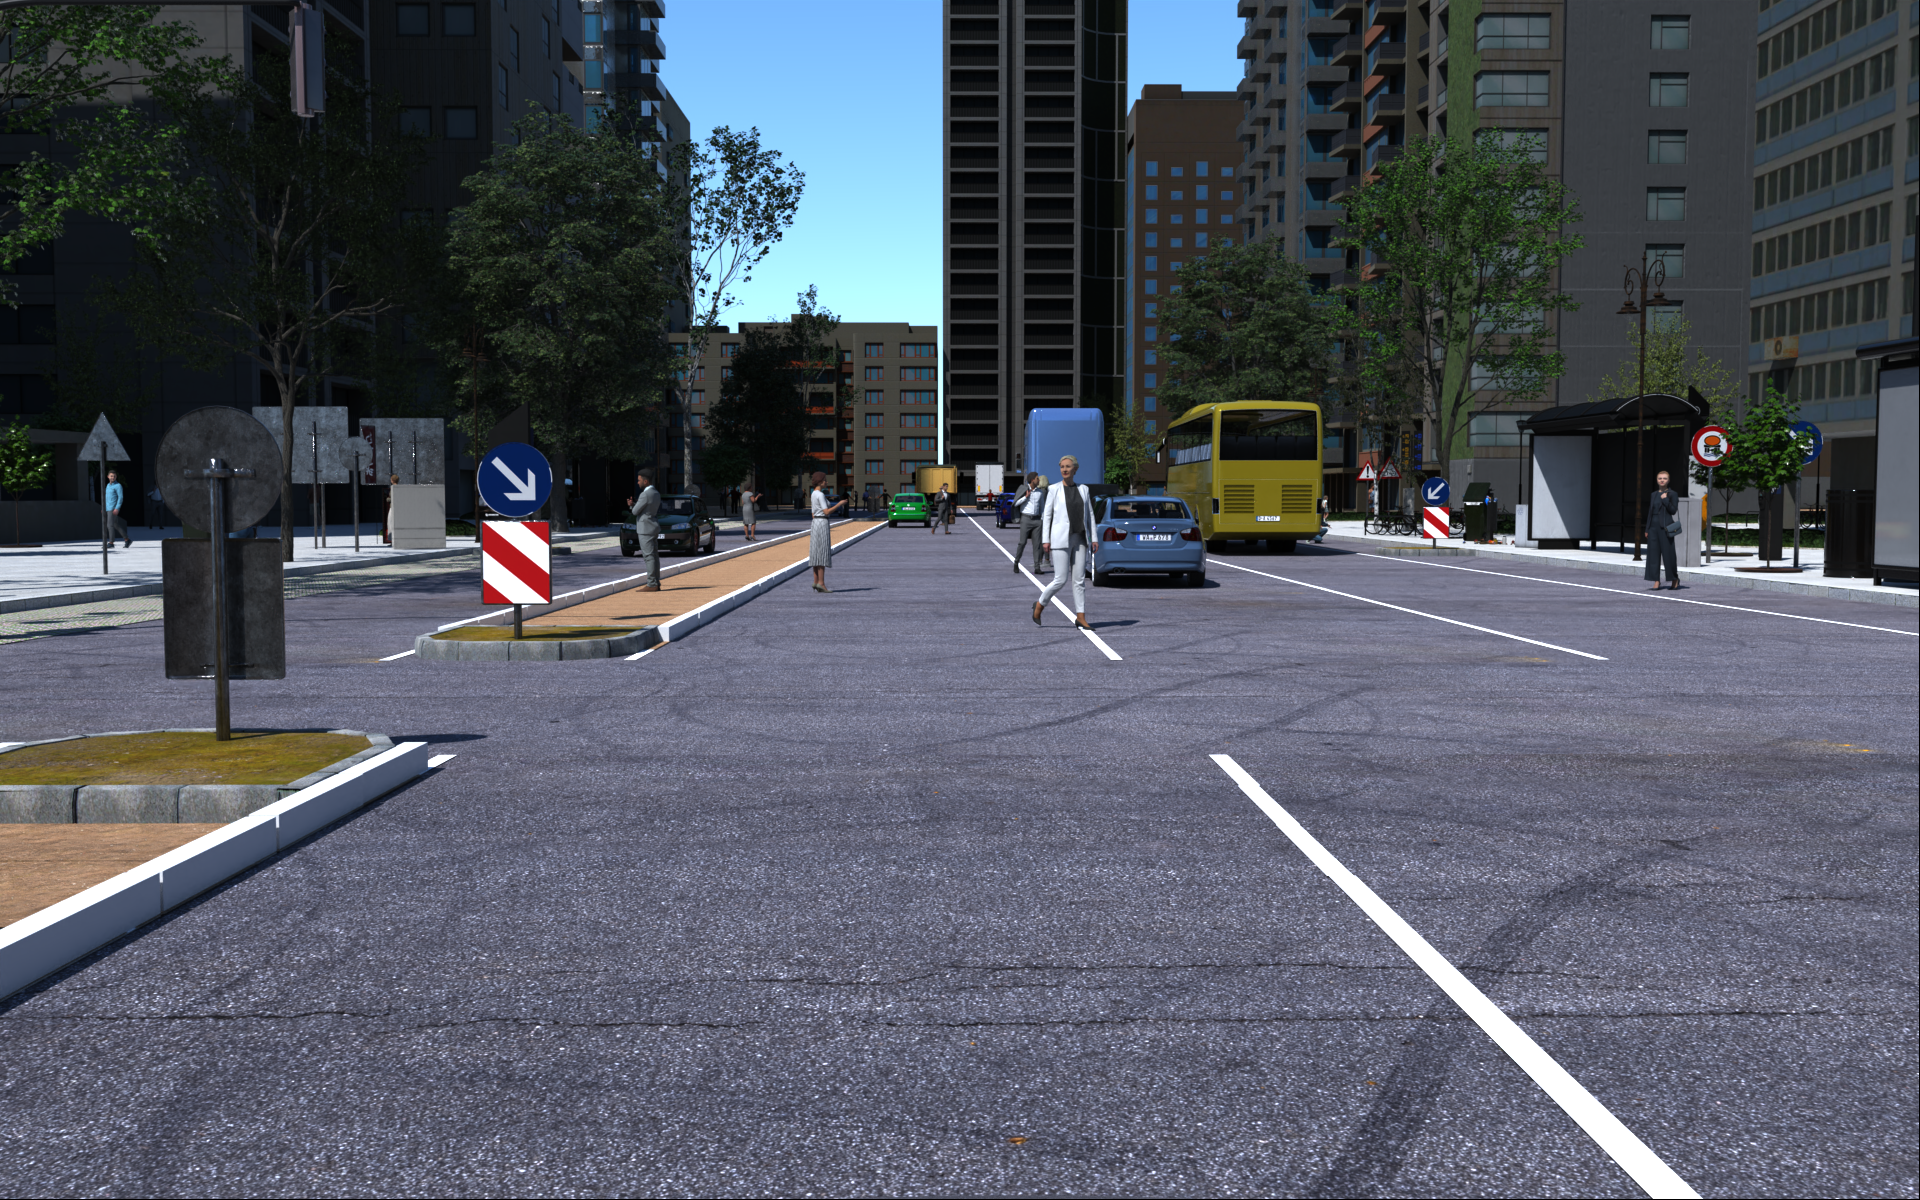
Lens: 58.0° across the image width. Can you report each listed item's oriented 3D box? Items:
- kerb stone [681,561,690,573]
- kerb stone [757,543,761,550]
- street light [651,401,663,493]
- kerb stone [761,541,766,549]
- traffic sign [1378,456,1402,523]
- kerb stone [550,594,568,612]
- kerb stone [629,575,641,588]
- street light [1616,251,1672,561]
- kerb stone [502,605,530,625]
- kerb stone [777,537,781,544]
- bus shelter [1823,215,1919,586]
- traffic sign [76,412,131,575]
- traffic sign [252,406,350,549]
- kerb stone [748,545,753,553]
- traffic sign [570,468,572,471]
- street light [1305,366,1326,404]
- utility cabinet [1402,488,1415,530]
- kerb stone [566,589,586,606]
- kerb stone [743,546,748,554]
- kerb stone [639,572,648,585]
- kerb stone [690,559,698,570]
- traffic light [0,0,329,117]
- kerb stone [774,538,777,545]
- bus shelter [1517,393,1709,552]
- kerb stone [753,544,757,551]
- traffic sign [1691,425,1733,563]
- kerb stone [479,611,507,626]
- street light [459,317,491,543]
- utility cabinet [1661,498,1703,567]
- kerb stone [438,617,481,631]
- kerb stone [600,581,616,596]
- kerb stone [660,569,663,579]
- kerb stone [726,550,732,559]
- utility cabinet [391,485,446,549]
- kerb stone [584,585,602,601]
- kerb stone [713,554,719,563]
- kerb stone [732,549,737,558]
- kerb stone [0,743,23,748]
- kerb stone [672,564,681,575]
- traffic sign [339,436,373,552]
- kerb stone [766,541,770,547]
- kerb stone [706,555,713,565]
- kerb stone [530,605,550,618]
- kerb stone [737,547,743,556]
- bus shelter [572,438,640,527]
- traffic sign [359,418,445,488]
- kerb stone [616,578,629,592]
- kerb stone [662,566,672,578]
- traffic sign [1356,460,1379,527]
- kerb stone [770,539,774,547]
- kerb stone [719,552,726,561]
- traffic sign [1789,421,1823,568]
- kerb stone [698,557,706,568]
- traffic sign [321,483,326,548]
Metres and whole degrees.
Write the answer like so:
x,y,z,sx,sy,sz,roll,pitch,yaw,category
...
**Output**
x,y,z,sx,sy,sz,roll,pitch,yaw,category
-5.094,-0.572,31.548,0.120,0.150,1.000,0,4,0,kerb stone
-5.205,-1.325,43.860,0.120,0.150,1.000,0,4,0,kerb stone
-13.046,-6.250,74.969,0.468,5.910,1.993,0,4,0,street light
-5.201,-1.388,44.883,0.120,0.150,1.000,0,4,0,kerb stone
14.833,-3.664,59.907,0.884,2.594,0.081,0,4,5,traffic sign
-5.015,0.055,21.293,0.120,0.150,1.000,0,4,0,kerb stone
-5.050,-0.250,26.426,0.120,0.150,1.000,0,4,0,kerb stone
13.034,-3.692,33.145,0.468,5.910,1.993,0,4,0,street light
-4.991,0.181,19.241,0.120,0.150,1.000,0,4,0,kerb stone
-5.243,-1.637,48.991,0.120,0.150,1.000,0,4,0,kerb stone
13.607,-2.754,22.665,2.179,5.291,8.768,0,4,-1,bus shelter
-13.624,-1.685,27.548,0.884,2.594,0.081,0,4,3,traffic sign
-15.316,-2.837,40.257,2.265,3.308,0.079,0,4,3,traffic sign
-5.184,-1.199,41.798,0.120,0.150,1.000,0,4,0,kerb stone
-16.508,-4.573,74.881,0.768,2.556,0.104,0,4,3,traffic sign
12.768,-5.475,62.307,0.468,5.910,1.993,0,4,0,street light
15.753,-3.193,60.892,0.318,1.500,1.173,1,4,10,utility cabinet
-5.023,-0.006,22.325,0.120,0.150,1.000,0,4,0,kerb stone
-5.176,-1.136,40.775,0.120,0.150,1.000,0,4,0,kerb stone
-5.065,-0.321,27.452,0.120,0.150,1.000,0,4,0,kerb stone
-5.105,-0.635,32.575,0.120,0.150,1.000,0,4,0,kerb stone
-8.294,-2.530,16.029,4.771,5.953,1.251,0,4,0,traffic light
-5.235,-1.566,47.963,0.120,0.150,1.000,0,4,0,kerb stone
13.935,-2.661,37.436,2.014,3.302,5.546,0,4,0,bus shelter
-5.187,-1.260,42.827,0.120,0.150,1.000,0,4,0,kerb stone
13.911,-1.958,32.126,0.768,2.556,0.104,0,4,2,traffic sign
-4.984,0.247,18.219,0.120,0.150,1.000,0,4,0,kerb stone
-12.711,-4.447,45.494,0.468,5.910,1.993,0,4,0,street light
12.790,-1.203,30.829,0.306,1.237,1.020,-1,4,-9,utility cabinet
-4.977,0.306,17.196,0.120,0.150,1.000,0,4,0,kerb stone
-5.038,-0.133,24.374,0.120,0.150,1.000,0,4,0,kerb stone
-5.071,-0.384,28.481,0.120,0.150,1.000,0,4,0,kerb stone
-5.150,-0.945,37.699,0.120,0.150,1.000,0,4,0,kerb stone
-12.651,-1.944,40.456,1.173,1.500,0.318,-2,4,-28,utility cabinet
-5.022,-0.069,23.352,0.120,0.150,1.000,0,4,0,kerb stone
-5.130,-0.823,35.654,0.120,0.150,1.000,0,4,0,kerb stone
-5.153,-1.011,38.723,0.120,0.150,1.000,0,4,0,kerb stone
-4.889,0.843,8.471,0.120,0.150,1.000,0,4,0,kerb stone
-5.094,-0.510,30.526,0.120,0.150,1.000,0,4,0,kerb stone
-13.371,-2.338,38.337,0.768,2.556,0.104,0,4,2,traffic sign
-5.219,-1.450,45.910,0.120,0.150,1.000,0,4,0,kerb stone
-5.121,-0.761,34.632,0.120,0.150,1.000,0,4,0,kerb stone
-5.003,0.118,20.269,0.120,0.150,1.000,0,4,0,kerb stone
-5.162,-1.073,39.746,0.120,0.150,1.000,0,4,0,kerb stone
-14.334,-4.859,70.722,1.731,3.624,6.357,0,4,0,bus shelter
-14.930,-3.211,46.376,2.265,3.308,0.079,0,4,1,traffic sign
-5.040,-0.192,25.399,0.120,0.150,1.000,0,4,0,kerb stone
-5.082,-0.446,29.504,0.120,0.150,1.000,0,4,0,kerb stone
15.629,-4.063,66.441,0.884,2.594,0.081,0,4,6,traffic sign
-5.228,-1.513,46.935,0.120,0.150,1.000,0,4,0,kerb stone
-5.138,-0.885,36.676,0.120,0.150,1.000,0,4,0,kerb stone
14.611,-1.840,30.194,0.768,2.556,0.104,0,3,0,traffic sign
-5.115,-0.698,33.608,0.120,0.150,1.000,0,4,0,kerb stone
-15.091,-2.502,41.016,0.768,2.556,0.104,0,4,2,traffic sign
